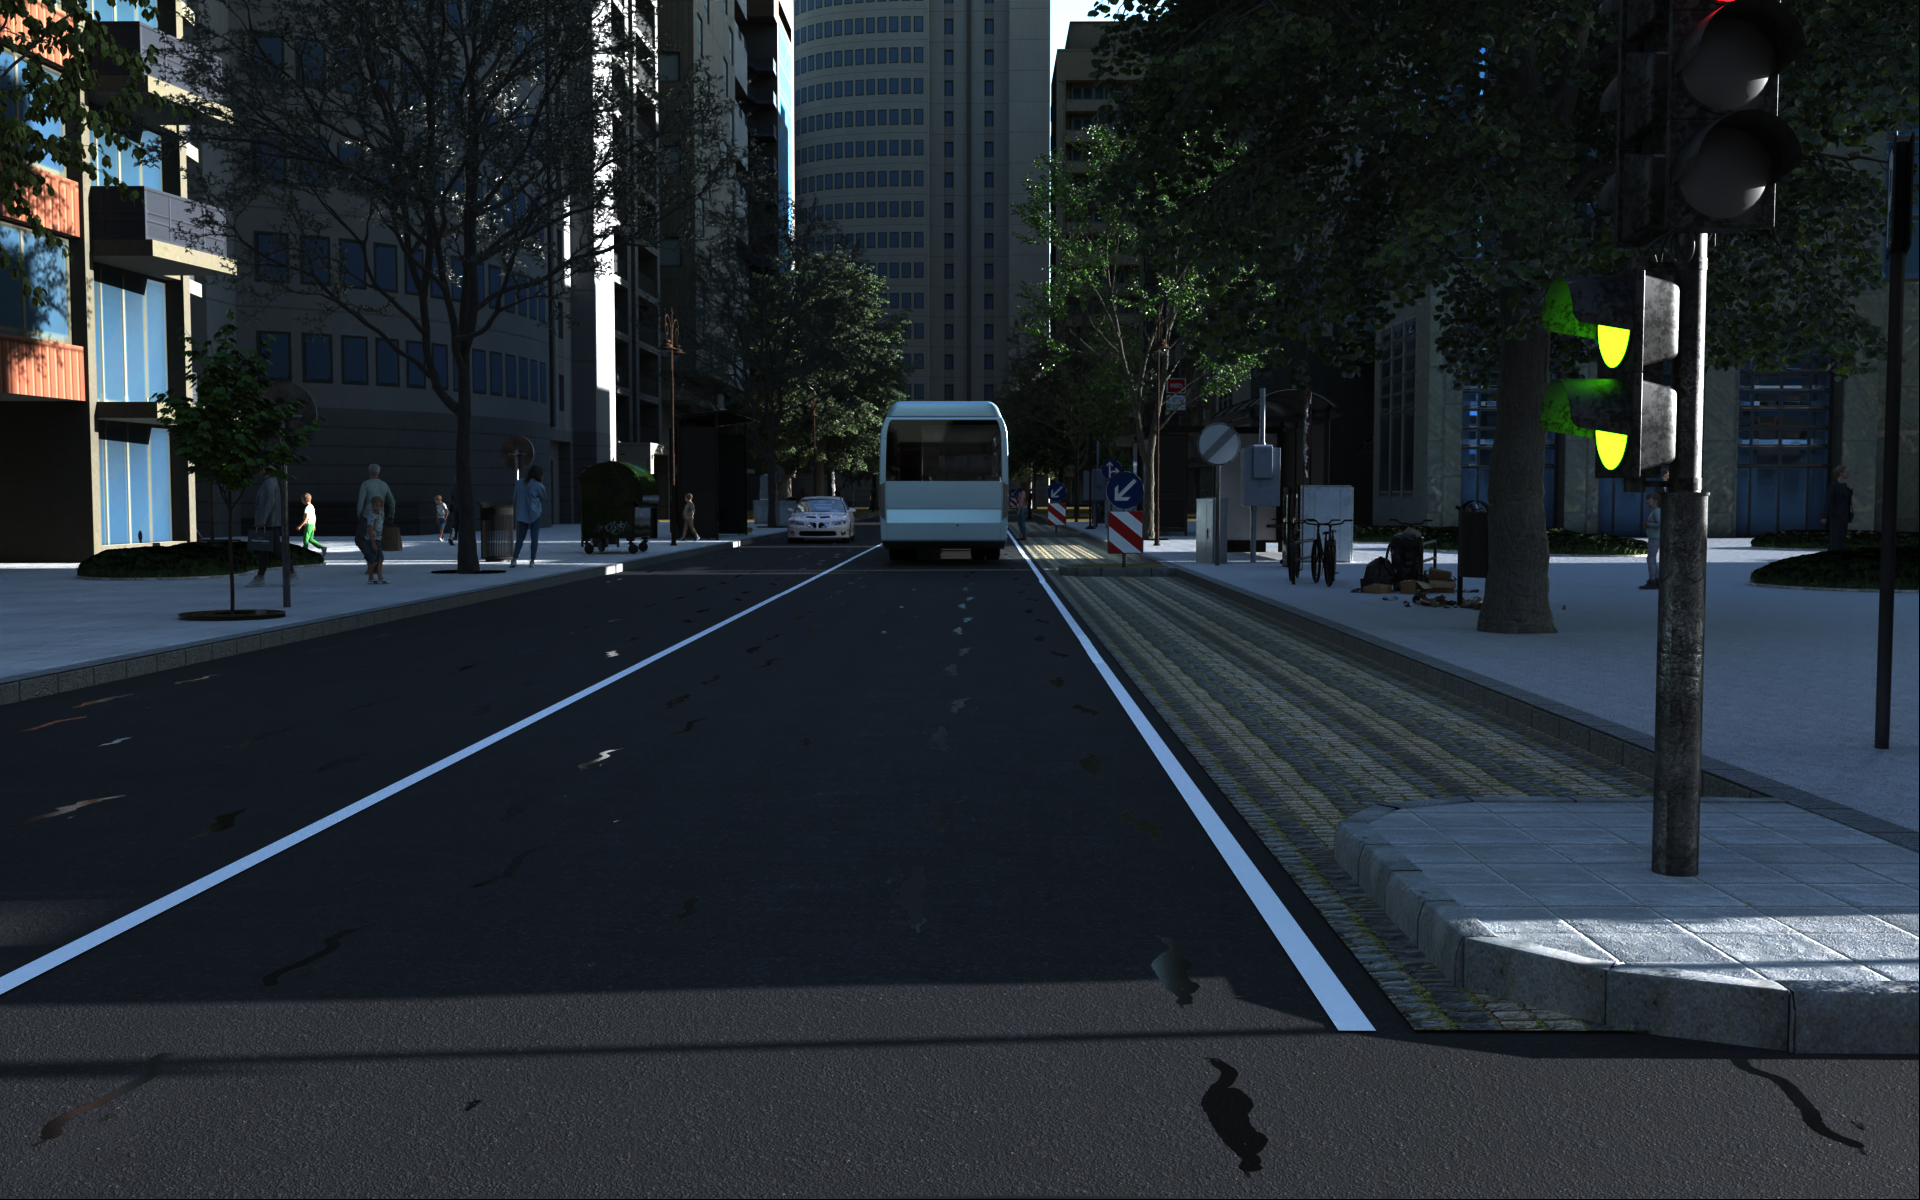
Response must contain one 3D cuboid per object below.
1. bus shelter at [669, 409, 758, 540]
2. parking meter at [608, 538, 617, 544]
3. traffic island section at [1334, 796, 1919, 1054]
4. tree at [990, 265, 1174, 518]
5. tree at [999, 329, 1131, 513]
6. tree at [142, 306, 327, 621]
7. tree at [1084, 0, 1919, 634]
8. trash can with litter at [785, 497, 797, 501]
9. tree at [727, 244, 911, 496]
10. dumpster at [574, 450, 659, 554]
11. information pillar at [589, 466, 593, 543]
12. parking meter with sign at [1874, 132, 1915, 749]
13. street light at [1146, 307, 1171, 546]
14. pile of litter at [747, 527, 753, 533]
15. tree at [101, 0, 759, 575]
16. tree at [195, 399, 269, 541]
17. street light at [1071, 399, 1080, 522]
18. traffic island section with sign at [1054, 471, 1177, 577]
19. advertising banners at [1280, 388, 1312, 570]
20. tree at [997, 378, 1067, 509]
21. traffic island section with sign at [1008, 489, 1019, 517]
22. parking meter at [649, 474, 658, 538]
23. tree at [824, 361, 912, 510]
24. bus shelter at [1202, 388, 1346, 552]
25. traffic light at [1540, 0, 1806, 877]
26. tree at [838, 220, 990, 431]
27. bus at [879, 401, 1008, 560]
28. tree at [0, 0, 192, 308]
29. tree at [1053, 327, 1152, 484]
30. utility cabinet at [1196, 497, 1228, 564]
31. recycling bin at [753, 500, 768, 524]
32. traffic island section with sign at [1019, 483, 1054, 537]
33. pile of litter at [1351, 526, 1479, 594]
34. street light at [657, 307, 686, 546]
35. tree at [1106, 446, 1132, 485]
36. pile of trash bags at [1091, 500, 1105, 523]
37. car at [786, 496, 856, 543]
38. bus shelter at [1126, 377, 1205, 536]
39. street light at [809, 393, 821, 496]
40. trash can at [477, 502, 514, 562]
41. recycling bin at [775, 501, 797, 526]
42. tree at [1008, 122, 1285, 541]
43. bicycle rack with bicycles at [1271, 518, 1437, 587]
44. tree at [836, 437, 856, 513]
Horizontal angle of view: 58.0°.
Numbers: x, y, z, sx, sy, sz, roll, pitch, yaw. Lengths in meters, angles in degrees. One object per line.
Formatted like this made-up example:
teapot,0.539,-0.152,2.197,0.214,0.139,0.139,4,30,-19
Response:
bus shelter,-7.198,-3.663,51.169,1.731,3.624,6.357,0,4,1
parking meter,-8.957,-2.190,44.209,0.372,1.533,0.369,0,3,0
traffic island section,2.447,1.003,5.875,2.009,0.180,2.903,0,4,1
tree,6.300,-11.089,91.671,12.009,13.543,11.850,0,3,0
tree,7.038,-12.434,120.309,9.611,12.733,9.660,0,3,0
tree,-7.431,-1.428,17.947,1.663,3.219,1.824,0,3,0
tree,5.296,-6.679,15.852,9.857,13.997,8.962,0,3,0
trash can with litter,-7.322,-3.813,73.736,0.624,1.170,1.055,-2,4,-26
tree,-7.026,-11.086,87.918,9.857,13.997,8.962,0,3,0
dumpster,-7.468,-2.152,37.686,1.502,2.255,1.985,0,4,1
information pillar,-9.610,-2.524,45.761,0.304,2.012,0.304,-1,4,-23
parking meter with sign,5.397,-0.736,8.292,1.738,3.016,0.543,2,4,26
street light,4.898,-4.289,42.910,0.468,5.910,1.993,0,4,1
pile of litter,-7.508,-2.692,57.986,1.176,0.858,1.719,0,4,0
tree,-8.109,-7.170,27.607,12.009,13.543,11.850,0,3,0
tree,-20.330,-3.881,47.175,4.285,4.588,4.351,0,3,0
street light,5.362,-6.538,79.678,0.468,5.910,1.993,0,4,1
traffic island section with sign,2.763,-1.355,30.782,1.989,1.847,2.006,0,4,1
advertising banners,5.759,-2.048,29.672,0.090,3.025,2.074,0,4,-2
tree,6.734,-14.580,156.504,7.486,12.596,7.792,0,3,0
traffic island section with sign,3.707,-6.055,107.622,1.989,1.847,2.006,0,4,1
parking meter,-8.998,-2.721,50.201,0.399,1.863,0.255,1,4,22
tree,-6.808,-13.598,139.335,9.611,12.733,9.660,0,3,0
bus shelter,6.363,-2.562,35.819,2.014,3.302,5.546,0,4,1
traffic light,2.407,-1.030,5.762,0.839,4.253,0.868,0,4,1
tree,-7.284,-9.495,65.615,12.009,13.543,11.850,0,3,0
bus,-0.357,-2.822,40.993,2.948,3.499,13.247,0,4,0
tree,-8.048,-3.848,13.276,4.737,8.622,4.395,0,3,0
tree,6.280,-7.601,74.645,4.737,8.622,4.395,0,3,0
utility cabinet,4.689,-1.294,32.326,0.306,1.237,1.020,-1,4,-10
recycling bin,-8.583,-3.827,75.120,0.722,1.027,0.722,-1,4,-13
traffic island section with sign,3.096,-3.019,57.995,1.989,1.847,2.006,0,4,1
pile of litter,5.979,-0.532,22.666,1.719,0.858,1.176,1,4,8
street light,-7.135,-4.294,42.987,0.468,5.910,1.993,0,4,1
tree,6.519,-4.541,68.842,1.663,3.219,1.824,0,3,0
pile of trash bags,6.820,-4.118,77.087,1.912,1.369,3.447,1,4,9
car,-4.156,-2.436,52.198,2.083,1.381,4.827,0,4,-1
bus shelter,6.692,-4.867,57.209,2.179,5.291,8.768,0,4,1
street light,-6.664,-6.515,79.300,0.468,5.910,1.993,0,4,1
trash can,-8.799,-1.301,32.924,0.748,1.137,0.748,0,3,0
recycling bin,-6.848,-3.372,67.689,0.722,1.027,0.722,-2,4,-31
tree,5.164,-7.467,47.849,9.928,11.665,9.643,0,3,0
bicycle rack with bicycles,5.695,-0.709,24.972,2.852,0.926,2.925,1,4,22
tree,-7.661,-10.382,120.103,4.360,8.622,3.978,0,3,0
